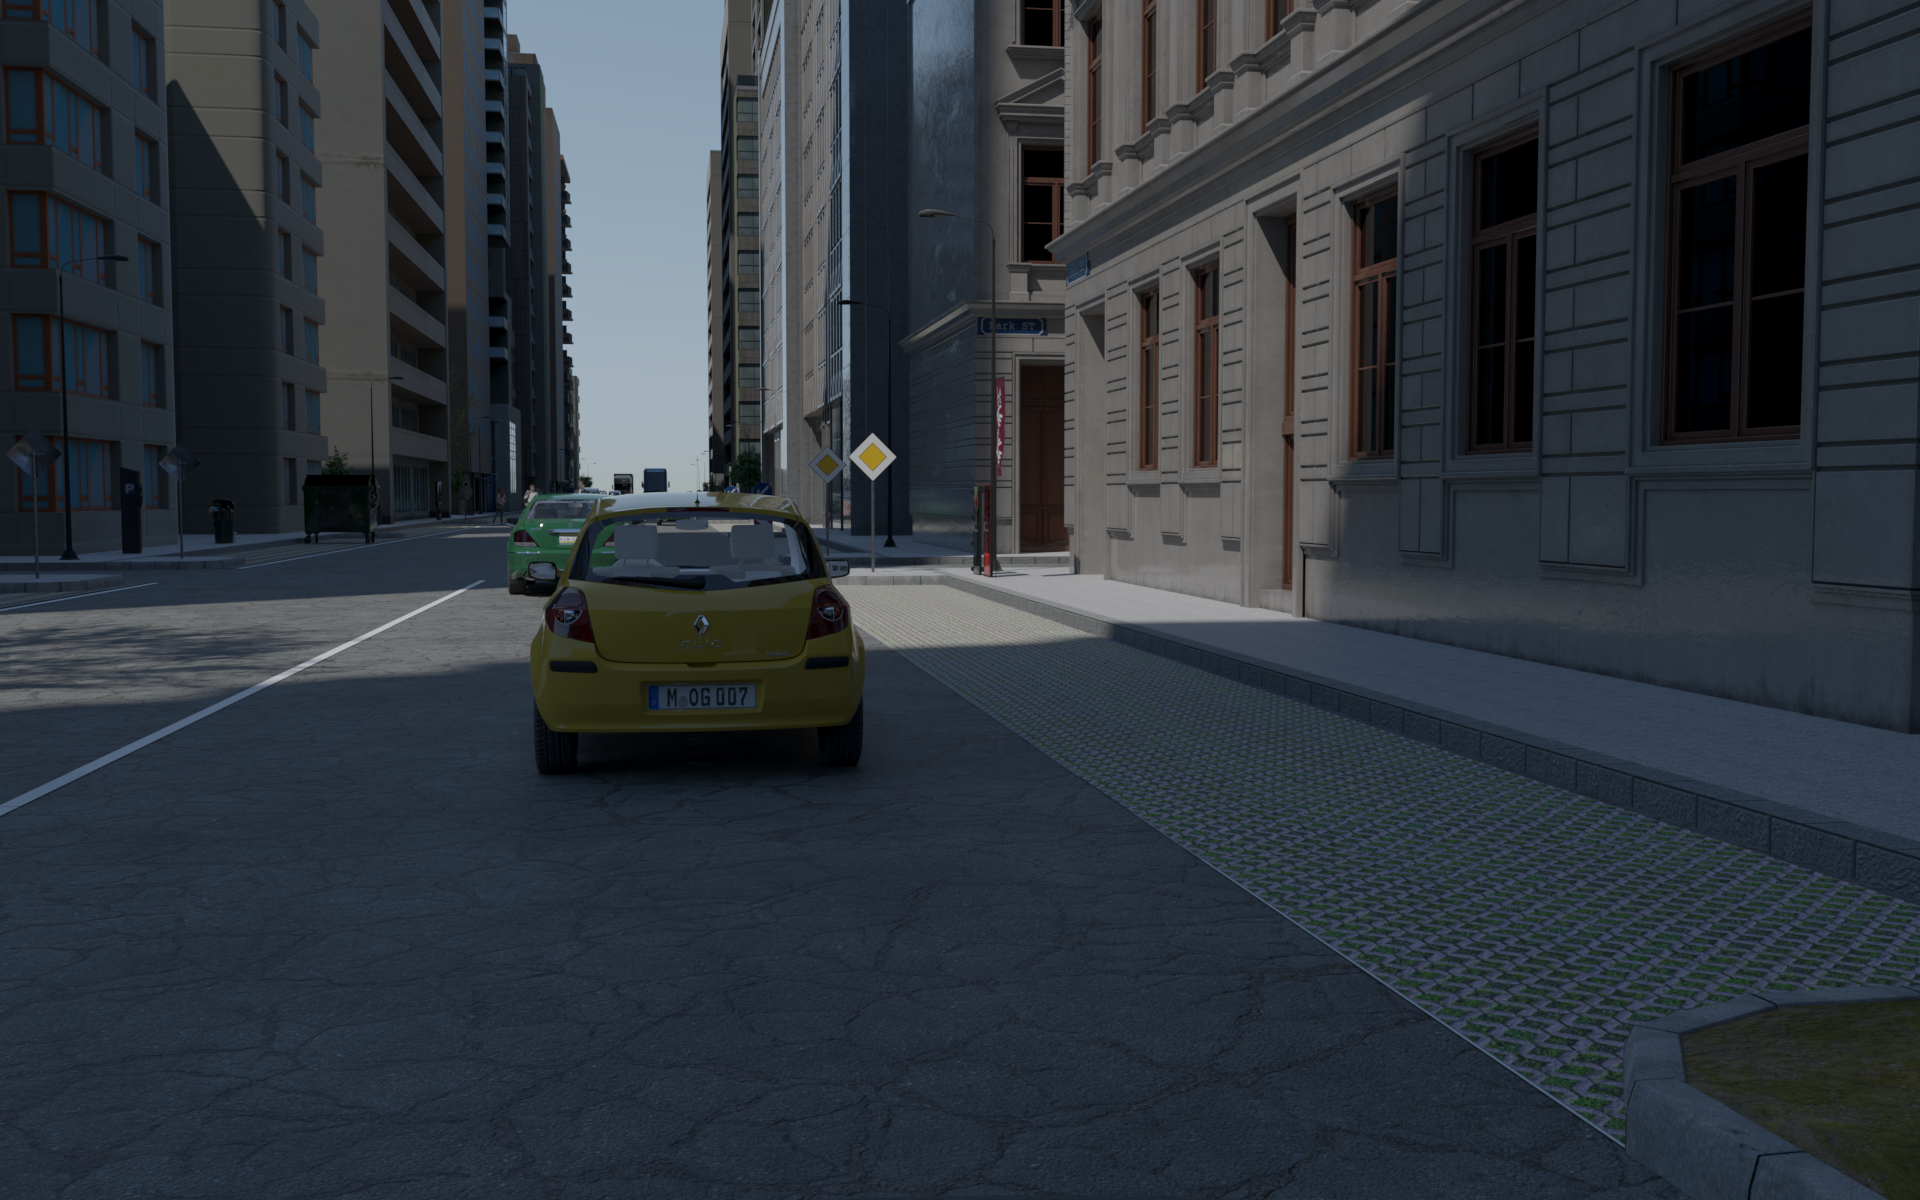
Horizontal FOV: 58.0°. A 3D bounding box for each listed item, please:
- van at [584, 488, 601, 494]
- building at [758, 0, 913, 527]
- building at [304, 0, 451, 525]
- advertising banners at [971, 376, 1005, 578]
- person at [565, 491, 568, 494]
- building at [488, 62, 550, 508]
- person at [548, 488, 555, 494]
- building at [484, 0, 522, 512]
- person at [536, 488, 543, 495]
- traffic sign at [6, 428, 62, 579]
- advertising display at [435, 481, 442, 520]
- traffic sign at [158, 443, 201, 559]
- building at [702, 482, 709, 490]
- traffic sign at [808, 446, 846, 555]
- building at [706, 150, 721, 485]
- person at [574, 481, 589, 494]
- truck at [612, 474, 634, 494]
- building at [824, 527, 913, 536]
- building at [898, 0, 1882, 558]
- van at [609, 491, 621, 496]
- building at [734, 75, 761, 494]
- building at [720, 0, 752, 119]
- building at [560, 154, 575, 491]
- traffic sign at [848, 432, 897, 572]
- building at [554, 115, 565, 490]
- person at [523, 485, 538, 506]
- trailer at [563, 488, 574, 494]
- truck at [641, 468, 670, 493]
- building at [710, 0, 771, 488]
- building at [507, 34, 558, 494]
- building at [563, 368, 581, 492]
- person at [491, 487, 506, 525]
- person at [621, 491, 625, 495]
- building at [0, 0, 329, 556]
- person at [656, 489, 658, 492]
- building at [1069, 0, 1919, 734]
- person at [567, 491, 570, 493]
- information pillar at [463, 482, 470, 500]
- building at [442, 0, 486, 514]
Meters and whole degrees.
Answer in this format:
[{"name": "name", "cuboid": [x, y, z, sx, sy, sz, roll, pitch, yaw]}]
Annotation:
[{"name": "van", "cuboid": [-24.089, -6.448, 112.435, 2.013, 2.044, 4.112, -1, 4, -10]}, {"name": "building", "cuboid": [-3.111, -16.257, 83.825, 12.078, 24.808, 19.932, -1, 4, -10]}, {"name": "building", "cuboid": [-36.140, -27.891, 79.725, 21.300, 48.544, 21.600, -1, 4, -10]}, {"name": "advertising banners", "cuboid": [0.433, -1.869, 26.749, 0.090, 3.025, 2.074, -1, 4, -12]}, {"name": "person", "cuboid": [-33.467, -8.441, 147.316, 0.445, 1.727, 0.742, 0, 4, -3]}, {"name": "building", "cuboid": [-45.564, -29.069, 158.867, 14.154, 41.232, 14.086, -1, 4, -10]}, {"name": "person", "cuboid": [-26.747, -6.422, 113.581, 1.350, 1.814, 0.705, 1, 4, 9]}, {"name": "building", "cuboid": [-45.778, -50.272, 134.625, 22.319, 86.520, 31.000, -1, 4, -10]}, {"name": "person", "cuboid": [-24.624, -5.659, 101.123, 0.635, 1.810, 0.391, 2, 4, 24]}, {"name": "traffic sign", "cuboid": [-13.996, -1.381, 26.216, 0.795, 2.450, 0.064, -1, 4, -10]}, {"name": "advertising display", "cuboid": [-25.482, -4.860, 84.671, 0.123, 1.923, 0.974, 0, 4, -4]}, {"name": "traffic sign", "cuboid": [-15.337, -1.862, 34.088, 0.795, 2.450, 0.064, -1, 4, -10]}, {"name": "building", "cuboid": [-22.289, -34.652, 258.440, 32.217, 40.220, 23.993, -1, 4, -10]}, {"name": "traffic sign", "cuboid": [-2.770, -1.991, 36.202, 0.795, 2.450, 0.064, -1, 4, -10]}, {"name": "building", "cuboid": [-23.055, -37.317, 233.835, 21.300, 48.544, 21.600, -1, 4, -10]}, {"name": "person", "cuboid": [-13.546, -3.300, 61.813, 0.648, 1.900, 0.474, -1, 4, -18]}, {"name": "truck", "cuboid": [-46.474, -15.310, 239.231, 2.839, 4.237, 11.283, -1, 4, -9]}, {"name": "building", "cuboid": [0.894, -15.003, 63.329, 12.078, 24.808, 19.932, -1, 4, -10]}, {"name": "building", "cuboid": [9.156, -12.634, 42.720, 21.152, 22.565, 11.583, -1, 4, -10]}, {"name": "van", "cuboid": [-42.519, -12.599, 212.999, 2.013, 2.044, 4.112, -1, 4, -8]}, {"name": "building", "cuboid": [-9.112, -21.552, 124.084, 14.160, 30.474, 14.107, -1, 4, -10]}, {"name": "building", "cuboid": [-11.209, -32.934, 162.170, 21.300, 48.544, 21.600, -1, 4, -10]}, {"name": "building", "cuboid": [-59.981, -34.350, 216.251, 22.147, 44.769, 28.867, -1, 4, -10]}, {"name": "traffic sign", "cuboid": [-1.428, -1.510, 28.330, 0.795, 2.450, 0.064, -1, 4, -10]}, {"name": "building", "cuboid": [-52.397, -33.371, 195.719, 14.600, 45.320, 14.200, -1, 4, -10]}, {"name": "person", "cuboid": [-18.911, -4.143, 76.334, 0.679, 1.850, 0.850, -1, 4, -11]}, {"name": "trailer", "cuboid": [-37.528, -9.727, 166.084, 1.471, 1.999, 3.904, -1, 4, -10]}, {"name": "truck", "cuboid": [-30.720, -11.300, 174.509, 2.967, 4.110, 18.799, -1, 4, -10]}, {"name": "building", "cuboid": [-20.258, -47.339, 212.250, 20.563, 71.187, 20.611, -1, 4, -10]}, {"name": "building", "cuboid": [-48.545, -31.954, 172.556, 14.600, 45.320, 14.200, -1, 4, -10]}, {"name": "building", "cuboid": [-68.504, -24.448, 244.756, 27.650, 21.520, 28.899, -1, 4, -10]}, {"name": "person", "cuboid": [-21.052, -4.280, 79.063, 0.643, 1.750, 0.593, 0, 3, 0]}, {"name": "person", "cuboid": [-40.295, -12.174, 207.635, 1.350, 1.814, 0.705, -3, 5, -44]}, {"name": "building", "cuboid": [-34.607, -12.361, 47.146, 27.650, 21.520, 28.899, -1, 4, -10]}, {"name": "person", "cuboid": [-25.237, -8.311, 144.345, 1.348, 1.831, 0.705, -1, 4, -20]}, {"name": "building", "cuboid": [8.311, -11.181, 18.966, 11.583, 22.565, 21.152, -1, 4, -10]}, {"name": "person", "cuboid": [-33.711, -8.589, 149.718, 1.217, 1.735, 0.721, 3, 4, 36]}, {"name": "information pillar", "cuboid": [-29.729, -6.111, 104.400, 0.304, 2.012, 0.304, 0, 4, -3]}, {"name": "building", "cuboid": [-38.963, -28.366, 113.901, 14.600, 45.320, 14.200, -1, 4, -10]}]
